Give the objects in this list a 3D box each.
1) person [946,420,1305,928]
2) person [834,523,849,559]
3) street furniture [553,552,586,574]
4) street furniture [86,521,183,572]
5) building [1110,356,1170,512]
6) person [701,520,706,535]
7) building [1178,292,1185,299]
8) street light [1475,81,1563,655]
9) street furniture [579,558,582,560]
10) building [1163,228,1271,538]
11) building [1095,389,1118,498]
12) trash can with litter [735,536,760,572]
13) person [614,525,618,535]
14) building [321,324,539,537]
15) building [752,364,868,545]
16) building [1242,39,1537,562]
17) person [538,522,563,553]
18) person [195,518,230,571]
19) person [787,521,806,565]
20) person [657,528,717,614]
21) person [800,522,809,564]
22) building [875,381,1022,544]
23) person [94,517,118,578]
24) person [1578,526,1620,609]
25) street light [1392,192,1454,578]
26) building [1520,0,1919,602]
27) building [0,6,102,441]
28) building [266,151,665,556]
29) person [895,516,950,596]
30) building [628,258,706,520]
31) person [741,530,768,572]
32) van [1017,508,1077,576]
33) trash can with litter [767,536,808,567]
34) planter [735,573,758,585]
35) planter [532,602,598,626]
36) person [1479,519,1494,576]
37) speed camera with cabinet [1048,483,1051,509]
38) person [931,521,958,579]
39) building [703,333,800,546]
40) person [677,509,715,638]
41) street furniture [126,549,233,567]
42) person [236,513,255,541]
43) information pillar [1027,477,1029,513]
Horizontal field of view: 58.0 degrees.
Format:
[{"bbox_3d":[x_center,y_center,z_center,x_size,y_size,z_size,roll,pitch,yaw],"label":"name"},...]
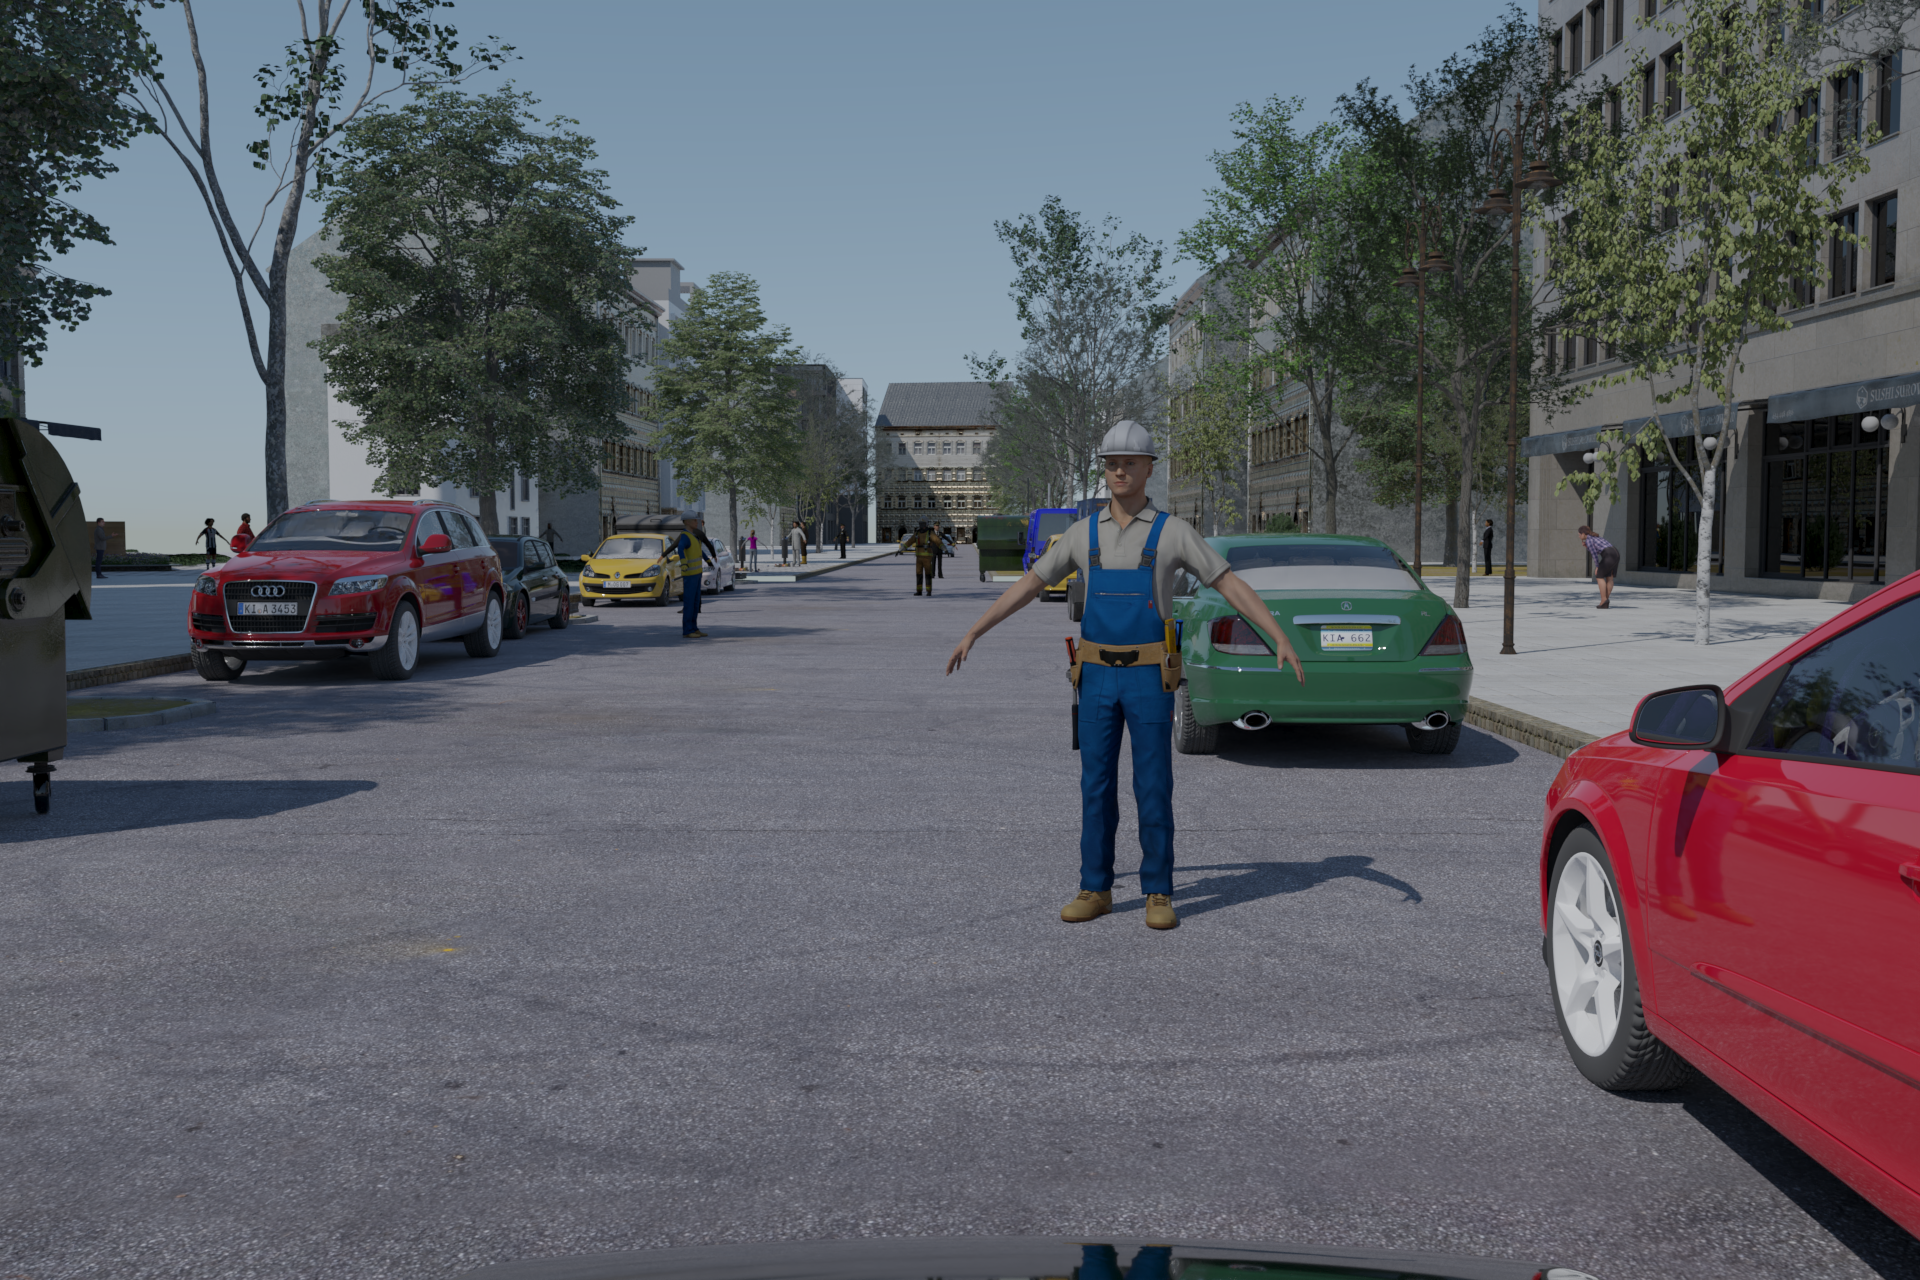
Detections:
[{"bbox_3d":[0.610,0.117,6.397,1.347,1.847,0.705,1,4,20],"label":"person"},{"bbox_3d":[-6.049,-5.083,89.040,0.705,1.837,1.347,-3,4,-37],"label":"person"},{"bbox_3d":[-16.922,-2.510,56.665,10.072,0.657,5.734,-1,4,-17],"label":"street furniture"},{"bbox_3d":[-30.593,-3.274,60.386,11.010,1.723,9.812,-2,4,-28],"label":"street furniture"},{"bbox_3d":[26.432,-21.908,189.120,19.493,23.208,18.063,0,4,1],"label":"building"},{"bbox_3d":[-9.506,-3.514,63.725,0.705,1.796,1.348,-1,4,-12],"label":"person"},{"bbox_3d":[22.106,-17.115,136.255,16.016,20.090,11.380,0,3,0],"label":"building"},{"bbox_3d":[5.854,-2.785,18.316,0.468,5.910,1.993,0,4,1],"label":"street light"},{"bbox_3d":[-14.201,-3.117,66.591,5.734,0.657,10.072,-1,4,-12],"label":"street furniture"},{"bbox_3d":[23.823,-17.198,112.121,19.493,23.208,18.063,0,4,0],"label":"building"},{"bbox_3d":[22.542,-22.379,222.323,16.016,20.090,11.380,0,4,0],"label":"building"},{"bbox_3d":[-7.436,-3.012,60.308,1.678,1.210,2.233,0,4,-1],"label":"trash can with litter"},{"bbox_3d":[-17.795,-5.140,90.224,0.705,1.806,1.347,-1,4,-20],"label":"person"},{"bbox_3d":[-24.699,-8.629,83.236,9.099,9.664,28.070,0,4,0],"label":"building"},{"bbox_3d":[-26.667,-23.268,224.405,27.936,21.610,32.646,0,3,0],"label":"building"},{"bbox_3d":[25.162,-15.632,86.513,19.493,23.208,18.063,0,4,1],"label":"building"},{"bbox_3d":[-18.715,-4.458,79.009,1.348,1.813,0.705,1,4,13],"label":"person"},{"bbox_3d":[-25.235,-3.195,58.388,0.704,1.843,1.345,2,4,28],"label":"person"},{"bbox_3d":[-6.821,-4.017,71.866,1.347,1.806,0.705,3,5,40],"label":"person"},{"bbox_3d":[-4.874,-1.383,31.292,0.704,1.802,1.346,3,5,43],"label":"person"},{"bbox_3d":[-6.655,-4.115,73.419,0.704,1.812,1.346,1,4,16],"label":"person"},{"bbox_3d":[-1.281,-25.393,248.561,18.063,23.208,19.493,1,4,10],"label":"building"},{"bbox_3d":[-24.684,-2.662,50.097,0.750,1.759,0.617,-1,4,-13],"label":"person"},{"bbox_3d":[10.949,-1.250,29.721,0.697,1.427,0.421,3,4,38],"label":"person"},{"bbox_3d":[6.351,-3.127,23.915,0.468,5.910,1.993,0,4,0],"label":"street light"},{"bbox_3d":[26.292,-14.057,32.000,24.374,26.755,37.873,0,3,0],"label":"building"},{"bbox_3d":[-31.976,-18.180,43.360,12.429,33.558,17.177,0,4,0],"label":"building"},{"bbox_3d":[-29.697,-16.939,107.877,19.493,23.208,18.063,0,4,1],"label":"building"},{"bbox_3d":[-0.846,-1.949,40.086,1.354,1.858,0.705,1,4,21],"label":"person"},{"bbox_3d":[-24.571,-16.129,120.129,16.016,20.090,11.380,0,4,0],"label":"building"},{"bbox_3d":[-6.950,-3.007,58.434,0.991,1.433,0.599,1,4,18],"label":"person"},{"bbox_3d":[2.606,-2.392,43.493,2.240,2.365,5.245,0,4,-1],"label":"van"},{"bbox_3d":[-6.737,-3.491,68.141,1.678,1.210,2.233,0,4,1],"label":"trash can with litter"},{"bbox_3d":[-6.887,-1.768,50.049,1.991,0.319,1.994,0,3,0],"label":"planter"},{"bbox_3d":[-6.970,-0.427,28.121,1.991,0.319,1.994,0,3,0],"label":"planter"},{"bbox_3d":[16.177,-2.849,53.307,0.721,1.740,1.216,2,4,29],"label":"person"},{"bbox_3d":[3.673,-4.444,66.994,0.660,3.252,2.038,0,3,0],"label":"speed camera with cabinet"},{"bbox_3d":[-0.739,-2.902,55.840,1.347,1.837,0.705,-1,4,-14],"label":"person"},{"bbox_3d":[-28.033,-21.944,189.709,19.493,23.208,18.063,0,3,0],"label":"building"},{"bbox_3d":[-3.648,-0.923,24.017,0.721,1.772,1.216,1,4,10],"label":"person"},{"bbox_3d":[-33.348,-3.422,71.570,5.734,0.657,10.072,-1,4,-8],"label":"street furniture"},{"bbox_3d":[-18.064,-2.313,43.922,0.704,1.816,1.345,0,4,2],"label":"person"},{"bbox_3d":[2.822,-4.924,71.854,0.183,3.616,0.504,0,4,1],"label":"information pillar"}]
